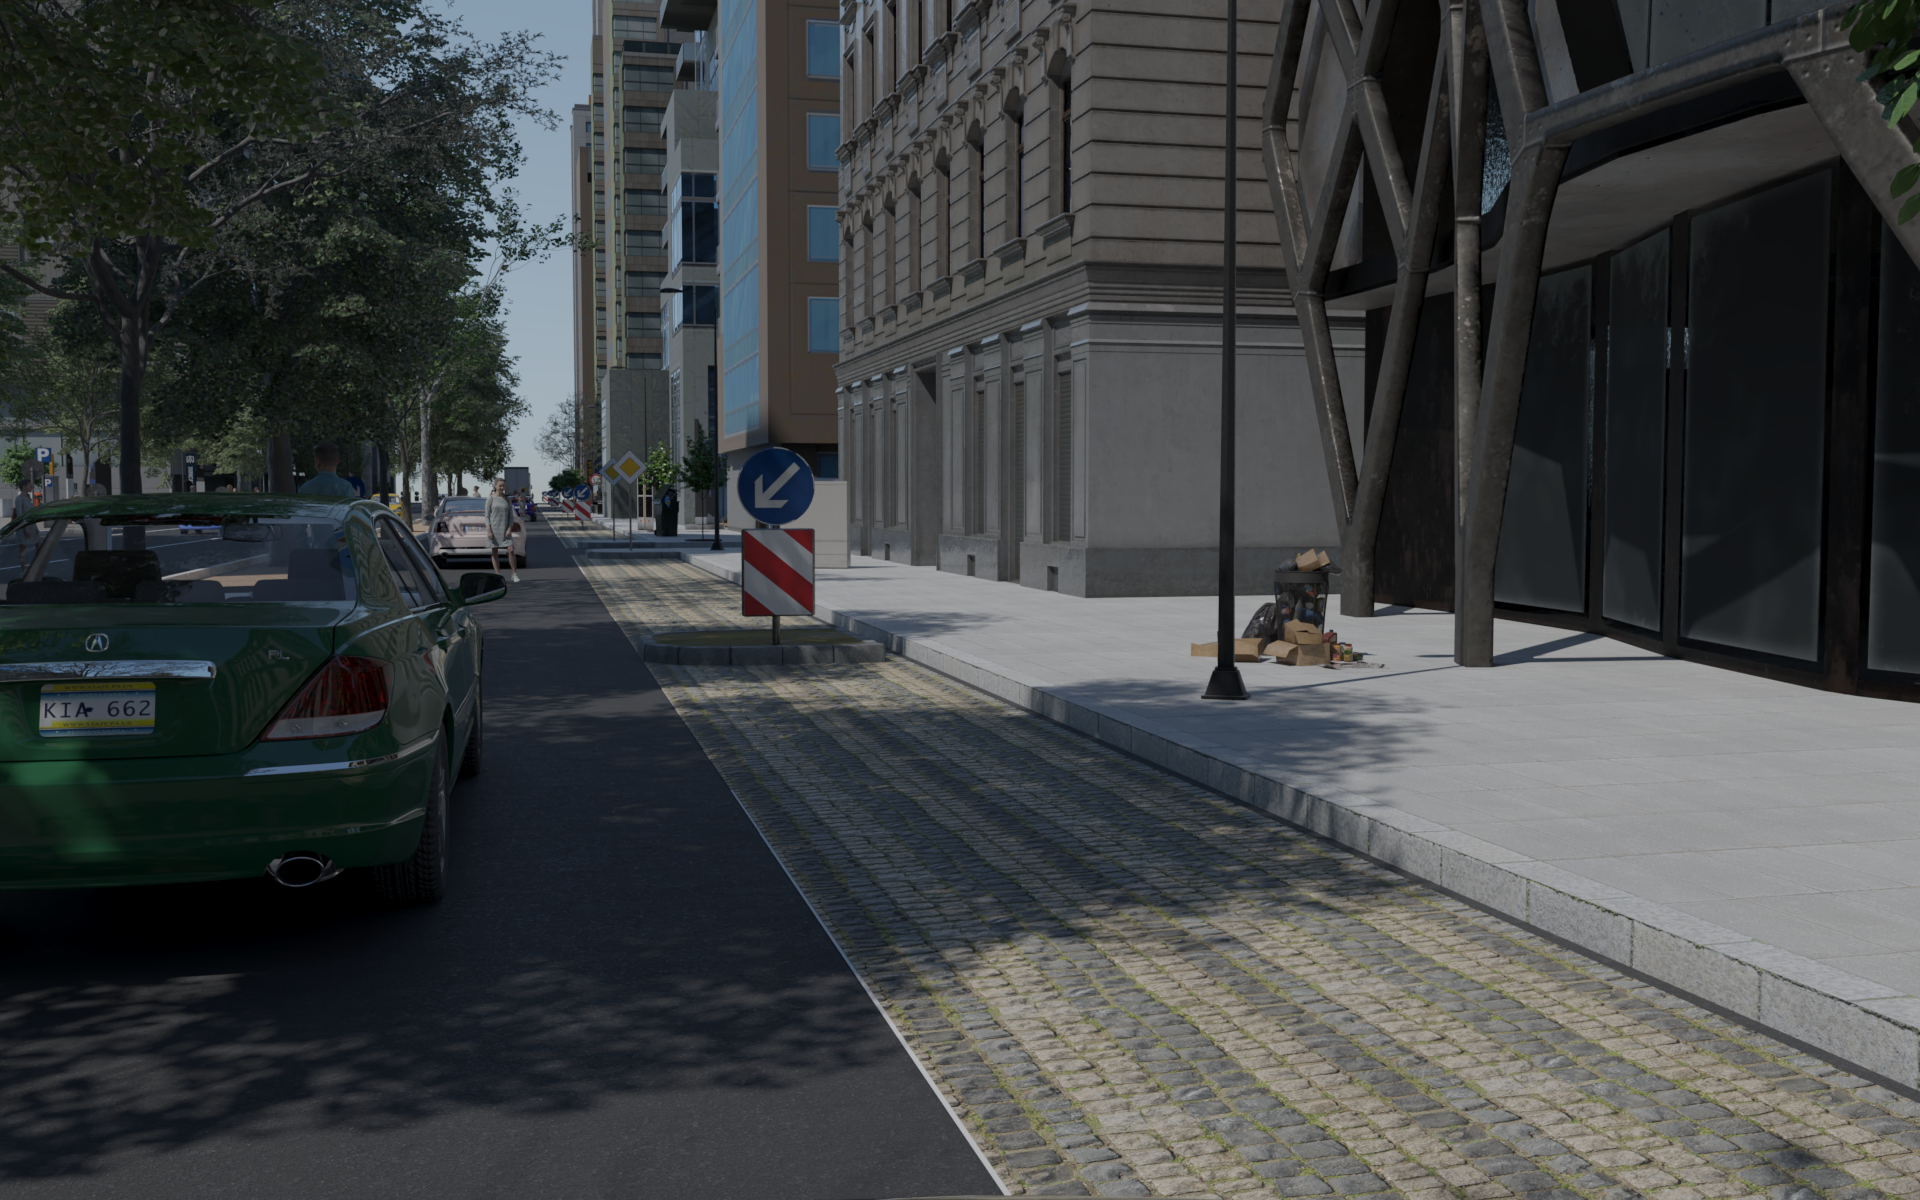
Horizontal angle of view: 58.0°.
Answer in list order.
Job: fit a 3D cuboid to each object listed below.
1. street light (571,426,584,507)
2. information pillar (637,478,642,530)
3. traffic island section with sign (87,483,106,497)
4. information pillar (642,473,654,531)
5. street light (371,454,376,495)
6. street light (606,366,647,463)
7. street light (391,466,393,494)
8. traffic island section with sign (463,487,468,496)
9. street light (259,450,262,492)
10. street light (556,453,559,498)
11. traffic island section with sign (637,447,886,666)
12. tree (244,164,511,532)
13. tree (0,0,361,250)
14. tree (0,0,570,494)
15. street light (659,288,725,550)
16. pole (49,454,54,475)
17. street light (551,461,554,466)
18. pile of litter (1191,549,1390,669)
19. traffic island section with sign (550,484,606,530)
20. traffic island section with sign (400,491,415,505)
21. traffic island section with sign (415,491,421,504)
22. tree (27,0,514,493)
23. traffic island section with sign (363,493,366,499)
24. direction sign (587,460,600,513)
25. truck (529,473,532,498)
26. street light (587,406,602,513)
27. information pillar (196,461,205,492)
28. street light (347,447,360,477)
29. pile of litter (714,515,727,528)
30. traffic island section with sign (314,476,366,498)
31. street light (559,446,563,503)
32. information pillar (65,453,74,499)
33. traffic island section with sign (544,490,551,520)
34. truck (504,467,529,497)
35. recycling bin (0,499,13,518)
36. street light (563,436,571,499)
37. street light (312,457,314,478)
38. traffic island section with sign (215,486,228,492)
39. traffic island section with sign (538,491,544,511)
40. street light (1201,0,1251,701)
[{"bbox_3d":[-25.824,-8.971,119.212,1.470,5.913,1.316,-1,4,-14],"label":"street light"},{"bbox_3d":[-11.225,-3.479,61.367,0.304,2.012,0.304,2,4,25],"label":"information pillar"},{"bbox_3d":[-31.814,-3.370,63.726,1.989,1.847,2.006,-1,4,-14],"label":"traffic island section with sign"},{"bbox_3d":[-10.940,-3.451,60.922,0.304,2.012,0.304,-1,4,-10],"label":"information pillar"},{"bbox_3d":[-66.724,-13.803,198.227,1.470,5.913,1.316,-1,4,-14],"label":"street light"},{"bbox_3d":[-11.948,-5.522,62.834,1.470,5.913,1.316,-1,4,-14],"label":"street light"},{"bbox_3d":[-73.596,-15.508,226.094,1.470,5.913,1.316,-1,4,-14],"label":"street light"},{"bbox_3d":[-33.911,-6.728,118.142,2.006,1.907,1.989,-1,4,-14],"label":"traffic island section with sign"},{"bbox_3d":[-46.527,-8.810,116.591,1.470,5.913,1.316,-1,4,-14],"label":"street light"},{"bbox_3d":[-44.476,-13.564,194.308,1.470,5.913,1.316,-1,4,-14],"label":"street light"},{"bbox_3d":[-1.832,-0.410,15.337,1.989,1.847,2.006,-1,4,-14],"label":"traffic island section with sign"},{"bbox_3d":[-18.095,-7.691,53.962,9.928,11.665,9.643,0,3,0],"label":"tree"},{"bbox_3d":[-7.617,-5.530,11.002,7.486,12.596,7.792,0,3,0],"label":"tree"},{"bbox_3d":[-9.958,-6.587,20.520,12.009,13.543,11.850,0,3,0],"label":"tree"},{"bbox_3d":[-6.073,-4.080,39.253,1.470,5.913,1.316,-1,4,-14],"label":"street light"},{"bbox_3d":[-46.151,-5.763,88.070,0.158,3.312,0.155,0,3,0],"label":"pole"},{"bbox_3d":[-50.392,-15.013,218.001,1.470,5.913,1.316,-1,4,-14],"label":"street light"},{"bbox_3d":[2.492,0.037,13.360,1.176,0.858,1.719,-1,4,-21],"label":"pile of litter"},{"bbox_3d":[-15.171,-3.693,69.011,1.989,1.847,2.006,-1,4,-14],"label":"traffic island section with sign"},{"bbox_3d":[-70.536,-12.900,219.542,1.989,1.847,2.006,-1,4,-14],"label":"traffic island section with sign"},{"bbox_3d":[-77.165,-14.532,246.229,1.989,1.847,2.006,-1,4,-14],"label":"traffic island section with sign"},{"bbox_3d":[-13.308,-7.623,33.756,9.857,13.997,8.962,0,3,0],"label":"tree"},{"bbox_3d":[-57.232,-9.625,166.004,1.989,1.847,2.006,-1,4,-14],"label":"traffic island section with sign"},{"bbox_3d":[-24.299,-7.511,114.809,0.876,3.537,0.379,-2,4,-35],"label":"direction sign"},{"bbox_3d":[-58.796,-14.871,232.048,2.839,4.237,11.283,-1,4,-13],"label":"truck"},{"bbox_3d":[-18.833,-7.248,91.044,1.470,5.913,1.316,-1,4,-14],"label":"street light"},{"bbox_3d":[-50.133,-7.525,114.382,0.504,3.616,0.183,-2,4,-29],"label":"information pillar"},{"bbox_3d":[-60.377,-12.221,172.358,1.470,5.913,1.316,-1,4,-14],"label":"street light"},{"bbox_3d":[-8.788,-3.208,66.415,1.719,0.858,1.176,2,4,34],"label":"pile of litter"},{"bbox_3d":[-15.776,-2.268,45.216,2.006,1.907,1.989,-1,4,-14],"label":"traffic island section with sign"},{"bbox_3d":[-37.471,-11.842,166.153,1.470,5.913,1.316,-1,4,-14],"label":"street light"},{"bbox_3d":[-47.962,-6.236,93.310,0.183,3.616,0.504,1,4,10],"label":"information pillar"},{"bbox_3d":[-21.678,-5.293,95.172,1.989,1.847,2.006,-1,4,-14],"label":"traffic island section with sign"},{"bbox_3d":[-46.718,-11.832,182.364,2.839,4.237,11.283,-1,4,-15],"label":"truck"},{"bbox_3d":[-52.083,-4.994,94.213,0.722,1.027,0.722,1,4,15],"label":"recycling bin"},{"bbox_3d":[-30.665,-10.136,138.271,1.470,5.913,1.316,-1,4,-14],"label":"street light"},{"bbox_3d":[-53.385,-10.515,144.460,1.470,5.913,1.316,-1,4,-14],"label":"street light"},{"bbox_3d":[-38.316,-4.970,89.888,1.989,1.847,2.006,-1,4,-14],"label":"traffic island section with sign"},{"bbox_3d":[-33.673,-8.246,143.457,1.989,1.847,2.006,-1,4,-14],"label":"traffic island section with sign"},{"bbox_3d":[1.149,-2.329,10.620,1.470,5.913,1.316,-1,4,-14],"label":"street light"}]
